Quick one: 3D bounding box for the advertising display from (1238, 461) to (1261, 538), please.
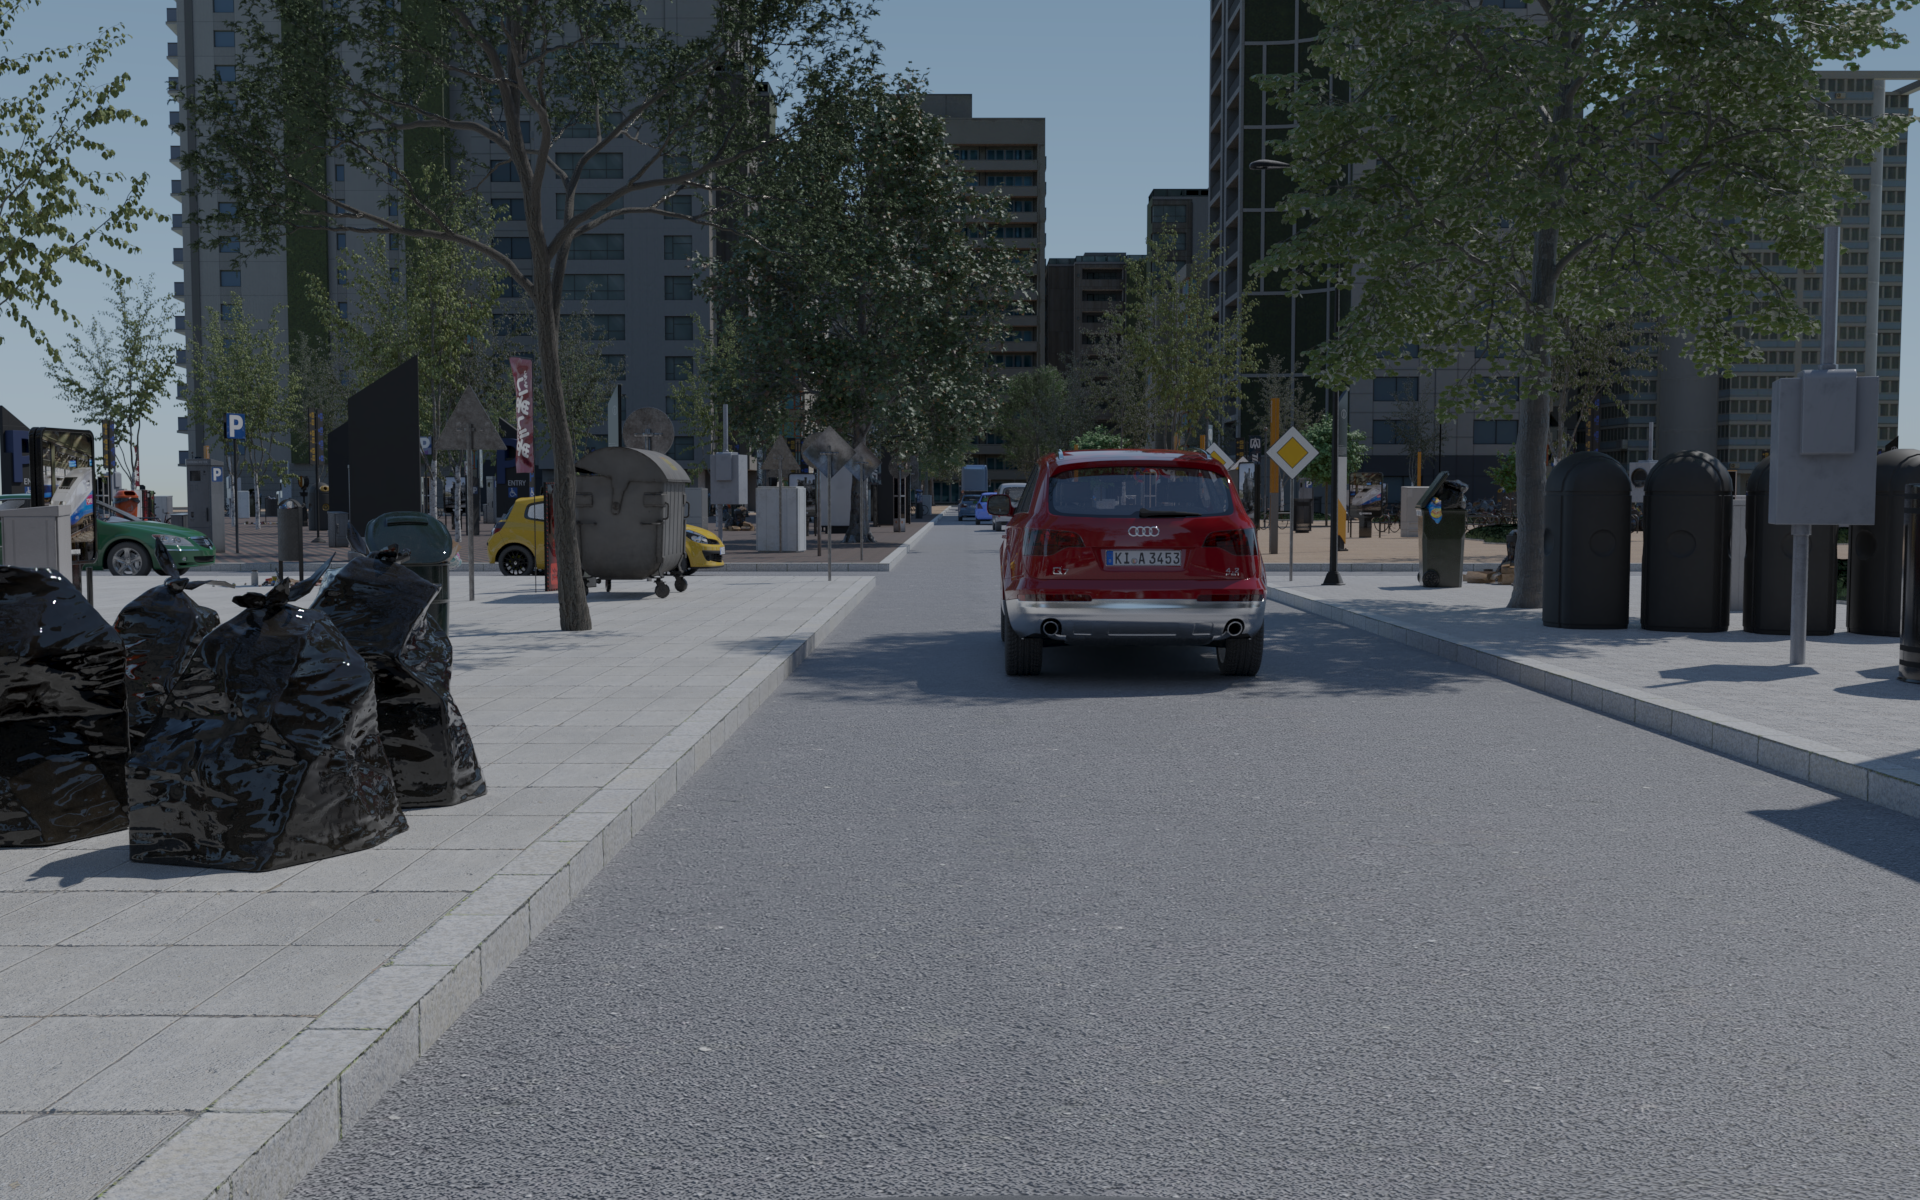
[{"bbox_3d":[5.755,-1.792,34.514,0.123,1.923,0.974,-1,4,-11],"label":"advertising display"}]

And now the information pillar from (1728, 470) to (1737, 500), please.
[{"bbox_3d":[23.792,-3.002,53.579,0.304,2.012,0.304,0,4,0],"label":"information pillar"}]

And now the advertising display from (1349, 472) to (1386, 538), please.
[{"bbox_3d":[11.932,-2.796,50.930,0.974,1.923,0.123,2,4,23],"label":"advertising display"}]

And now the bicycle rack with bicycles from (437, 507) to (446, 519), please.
[{"bbox_3d":[-27.910,-4.664,89.645,2.925,0.926,2.852,2,4,26],"label":"bicycle rack with bicycles"}]

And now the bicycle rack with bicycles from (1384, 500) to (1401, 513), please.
[{"bbox_3d":[26.254,-5.410,101.843,2.852,0.926,2.925,-1,4,-18],"label":"bicycle rack with bicycles"}]

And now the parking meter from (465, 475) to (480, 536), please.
[{"bbox_3d":[-15.086,-2.929,53.603,0.255,1.863,0.399,2,4,30],"label":"parking meter"}]

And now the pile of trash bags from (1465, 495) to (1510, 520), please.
[{"bbox_3d":[25.708,-4.461,82.695,3.447,1.369,1.912,0,4,-6],"label":"pile of trash bags"}]

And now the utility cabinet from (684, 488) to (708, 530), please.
[{"bbox_3d":[-9.342,-3.189,60.822,1.173,1.500,0.318,3,5,41],"label":"utility cabinet"}]

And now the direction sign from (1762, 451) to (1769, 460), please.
[{"bbox_3d":[42.203,-6.007,90.207,0.876,3.537,0.379,1,4,19],"label":"direction sign"}]

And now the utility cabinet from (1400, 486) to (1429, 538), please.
[{"bbox_3d":[13.456,-2.563,50.589,1.173,1.500,0.318,-1,4,-23],"label":"utility cabinet"}]

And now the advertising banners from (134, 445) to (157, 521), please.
[{"bbox_3d":[-29.666,-4.088,63.020,0.090,3.025,2.074,0,4,-7],"label":"advertising banners"}]

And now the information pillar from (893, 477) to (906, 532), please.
[{"bbox_3d":[-2.039,-3.291,58.306,0.304,2.012,0.304,-3,5,-41],"label":"information pillar"}]

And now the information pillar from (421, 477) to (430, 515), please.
[{"bbox_3d":[-22.945,-4.278,74.432,0.304,2.012,0.304,-2,4,-30],"label":"information pillar"}]

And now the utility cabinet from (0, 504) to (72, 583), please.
[{"bbox_3d":[-5.362,0.066,10.084,0.306,1.237,1.020,-2,4,-24],"label":"utility cabinet"}]

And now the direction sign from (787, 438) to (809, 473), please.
[{"bbox_3d":[-6.517,-4.753,69.708,0.876,3.537,0.379,0,4,-1],"label":"direction sign"}]

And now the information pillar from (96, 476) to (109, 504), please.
[{"bbox_3d":[-35.183,-4.077,71.147,0.304,2.012,0.304,1,4,18],"label":"information pillar"}]

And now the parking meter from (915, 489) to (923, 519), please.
[{"bbox_3d":[-2.140,-5.014,90.388,0.372,1.533,0.369,0,3,0],"label":"parking meter"}]

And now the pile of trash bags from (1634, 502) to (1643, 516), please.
[{"bbox_3d":[30.993,-4.107,76.896,1.912,1.369,3.447,1,4,12],"label":"pile of trash bags"}]

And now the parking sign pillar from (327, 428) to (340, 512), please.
[{"bbox_3d":[-18.536,-3.931,52.742,1.447,3.967,1.447,-1,4,-15],"label":"parking sign pillar"}]

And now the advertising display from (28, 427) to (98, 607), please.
[{"bbox_3d":[-8.793,-0.722,17.018,0.123,1.923,0.974,0,4,2],"label":"advertising display"}]

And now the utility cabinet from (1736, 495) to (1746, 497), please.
[{"bbox_3d":[34.469,-4.016,76.821,1.020,1.237,0.306,-1,4,-21],"label":"utility cabinet"}]

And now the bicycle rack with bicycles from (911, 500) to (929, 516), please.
[{"bbox_3d":[-3.304,-5.491,103.155,2.925,0.926,2.852,0,4,-2],"label":"bicycle rack with bicycles"}]

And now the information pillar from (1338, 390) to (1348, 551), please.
[{"bbox_3d":[8.484,-2.895,38.694,0.183,3.616,0.504,3,5,45],"label":"information pillar"}]

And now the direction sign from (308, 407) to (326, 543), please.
[{"bbox_3d":[-16.992,-3.288,45.759,0.379,3.537,0.876,0,4,3],"label":"direction sign"}]

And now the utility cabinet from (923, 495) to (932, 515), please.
[{"bbox_3d":[-2.262,-5.905,107.716,1.020,1.237,0.306,2,4,26],"label":"utility cabinet"}]

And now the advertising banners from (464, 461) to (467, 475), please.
[{"bbox_3d":[-25.705,-5.815,91.265,0.090,3.025,2.074,-3,4,-36],"label":"advertising banners"}]

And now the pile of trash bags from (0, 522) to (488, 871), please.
[{"bbox_3d":[-3.648,0.161,7.116,3.447,1.369,1.912,1,4,18],"label":"pile of trash bags"}]

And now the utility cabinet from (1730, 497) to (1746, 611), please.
[{"bbox_3d":[8.874,-0.496,19.266,1.020,1.237,0.306,-1,4,-19],"label":"utility cabinet"}]

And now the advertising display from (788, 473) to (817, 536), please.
[{"bbox_3d":[-4.781,-2.907,52.739,0.974,1.923,0.123,2,4,24],"label":"advertising display"}]

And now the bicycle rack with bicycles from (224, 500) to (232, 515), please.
[{"bbox_3d":[-44.634,-5.551,104.134,2.925,0.926,2.852,-1,4,-14],"label":"bicycle rack with bicycles"}]

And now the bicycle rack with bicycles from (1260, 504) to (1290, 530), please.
[{"bbox_3d":[10.754,-3.026,62.854,2.852,0.926,2.925,3,5,43],"label":"bicycle rack with bicycles"}]

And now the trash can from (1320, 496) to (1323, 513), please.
[{"bbox_3d":[21.708,-5.738,105.471,0.748,1.137,0.748,0,3,0],"label":"trash can"}]

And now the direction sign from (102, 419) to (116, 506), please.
[{"bbox_3d":[-26.051,-3.734,53.056,0.379,3.537,0.876,0,4,-5],"label":"direction sign"}]

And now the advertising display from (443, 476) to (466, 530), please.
[{"bbox_3d":[-18.131,-3.495,62.361,0.974,1.923,0.123,-3,5,-43],"label":"advertising display"}]

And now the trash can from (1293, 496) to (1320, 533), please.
[{"bbox_3d":[11.291,-2.781,57.118,0.748,1.137,0.748,0,3,0],"label":"trash can"}]

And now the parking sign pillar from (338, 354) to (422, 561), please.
[{"bbox_3d":[-11.091,-2.748,33.407,1.447,3.967,1.447,-1,4,-15],"label":"parking sign pillar"}]

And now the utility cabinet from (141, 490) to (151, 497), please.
[{"bbox_3d":[-40.644,-4.733,86.069,1.173,1.500,0.318,3,4,36],"label":"utility cabinet"}]

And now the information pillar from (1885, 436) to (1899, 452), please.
[{"bbox_3d":[37.178,-4.758,69.153,0.504,3.616,0.183,2,4,27],"label":"information pillar"}]

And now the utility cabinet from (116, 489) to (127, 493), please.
[{"bbox_3d":[-34.028,-3.770,70.311,0.318,1.500,1.173,-1,4,-20],"label":"utility cabinet"}]

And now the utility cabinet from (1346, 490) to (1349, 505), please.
[{"bbox_3d":[21.232,-5.224,94.092,0.318,1.500,1.173,-1,4,-22],"label":"utility cabinet"}]

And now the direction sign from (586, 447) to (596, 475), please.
[{"bbox_3d":[-17.759,-5.585,83.307,0.379,3.537,0.876,-3,5,-41],"label":"direction sign"}]

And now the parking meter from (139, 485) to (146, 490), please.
[{"bbox_3d":[-50.677,-6.220,107.406,0.255,1.863,0.399,0,4,-5],"label":"parking meter"}]

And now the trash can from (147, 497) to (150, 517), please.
[{"bbox_3d":[-38.780,-4.327,82.406,0.748,1.137,0.748,0,3,0],"label":"trash can"}]

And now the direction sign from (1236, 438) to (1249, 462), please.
[{"bbox_3d":[11.480,-4.736,69.431,0.876,3.537,0.379,1,4,18],"label":"direction sign"}]

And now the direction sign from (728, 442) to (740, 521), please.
[{"bbox_3d":[-9.886,-5.128,75.846,0.379,3.537,0.876,-3,5,-40],"label":"direction sign"}]

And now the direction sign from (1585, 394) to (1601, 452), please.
[{"bbox_3d":[14.440,-2.910,39.582,0.379,3.537,0.876,0,4,1],"label":"direction sign"}]

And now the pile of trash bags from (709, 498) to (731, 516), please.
[{"bbox_3d":[-15.328,-5.990,107.683,3.447,1.369,1.912,-3,5,-43],"label":"pile of trash bags"}]

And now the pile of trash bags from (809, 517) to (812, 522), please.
[{"bbox_3d":[-6.757,-4.269,79.555,1.912,1.369,3.447,0,4,0],"label":"pile of trash bags"}]

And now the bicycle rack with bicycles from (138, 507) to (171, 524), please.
[{"bbox_3d":[-23.990,-2.182,49.051,2.925,0.926,2.852,2,4,29],"label":"bicycle rack with bicycles"}]

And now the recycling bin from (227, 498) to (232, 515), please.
[{"bbox_3d":[-44.449,-5.730,106.236,0.722,1.027,0.722,1,4,17],"label":"recycling bin"}]

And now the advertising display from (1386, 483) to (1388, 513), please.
[{"bbox_3d":[24.168,-5.745,99.152,0.123,1.923,0.974,-1,4,-19],"label":"advertising display"}]

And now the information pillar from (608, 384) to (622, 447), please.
[{"bbox_3d":[-7.372,-2.797,37.089,0.183,3.616,0.504,-3,4,-38],"label":"information pillar"}]

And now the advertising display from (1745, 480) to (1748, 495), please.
[{"bbox_3d":[36.807,-4.574,79.996,0.974,1.923,0.123,2,4,30],"label":"advertising display"}]

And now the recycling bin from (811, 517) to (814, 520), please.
[{"bbox_3d":[-6.914,-4.454,85.377,0.722,1.027,0.722,2,4,34],"label":"recycling bin"}]

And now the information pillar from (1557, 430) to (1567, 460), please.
[{"bbox_3d":[21.944,-4.399,63.272,0.504,3.616,0.183,-2,4,-34],"label":"information pillar"}]

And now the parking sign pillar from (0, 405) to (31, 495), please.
[{"bbox_3d":[-28.729,-3.955,53.130,1.447,3.967,1.447,1,4,19],"label":"parking sign pillar"}]

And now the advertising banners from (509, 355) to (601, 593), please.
[{"bbox_3d":[-5.341,-1.633,22.891,0.090,3.025,2.074,1,4,20],"label":"advertising banners"}]

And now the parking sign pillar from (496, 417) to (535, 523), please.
[{"bbox_3d":[-15.527,-4.404,60.477,1.447,3.967,1.447,1,4,15],"label":"parking sign pillar"}]

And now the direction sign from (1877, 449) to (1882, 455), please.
[{"bbox_3d":[45.998,-5.806,86.932,0.379,3.537,0.876,0,4,3],"label":"direction sign"}]
